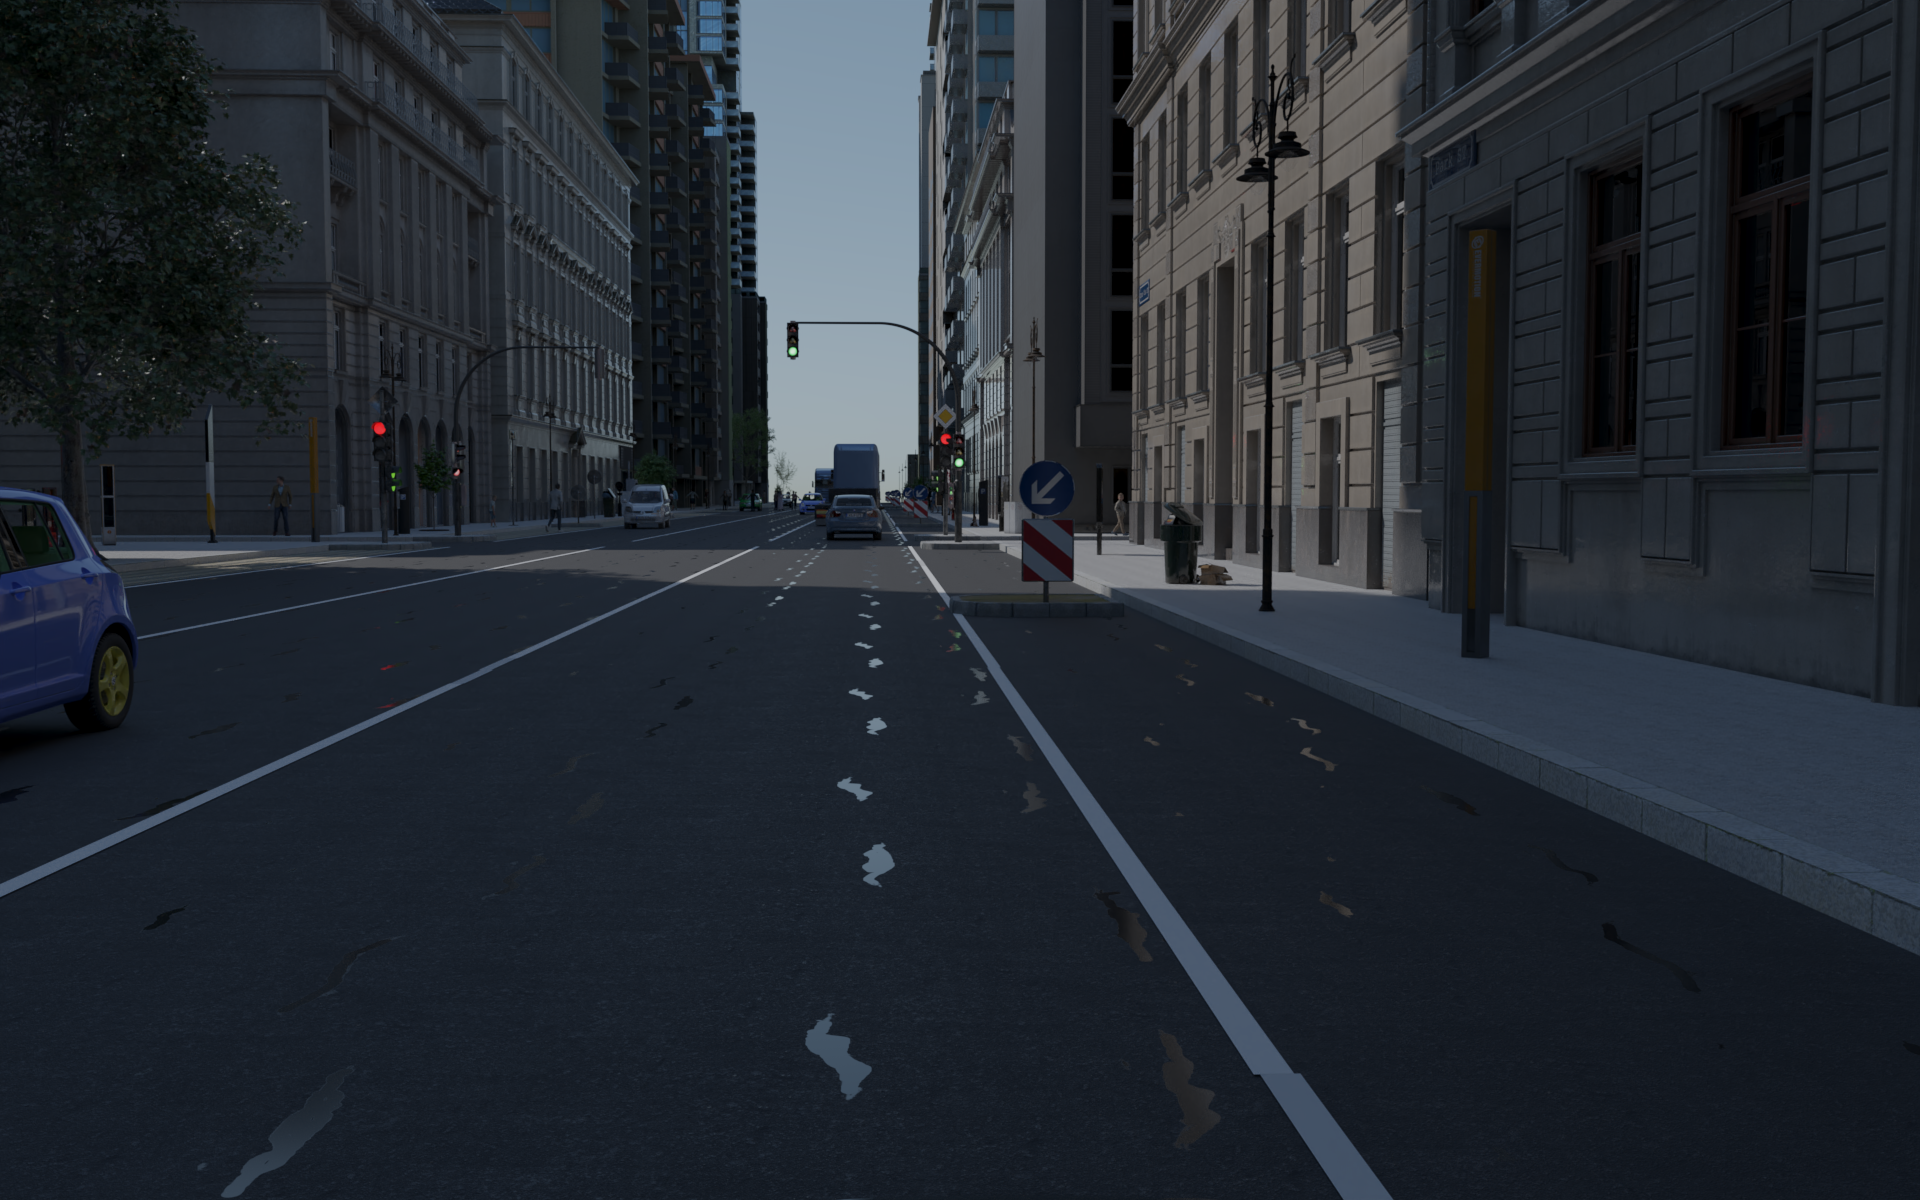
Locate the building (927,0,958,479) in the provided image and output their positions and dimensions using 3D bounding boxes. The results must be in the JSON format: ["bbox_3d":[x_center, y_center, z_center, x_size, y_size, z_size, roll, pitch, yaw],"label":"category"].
[{"bbox_3d":[11.439,-35.881,175.891,28.713,52.752,27.495,0,4,-3],"label":"building"}]

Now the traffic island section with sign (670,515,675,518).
[{"bbox_3d":[-17.916,-5.741,102.492,1.989,1.847,2.006,0,4,-3],"label":"traffic island section with sign"}]

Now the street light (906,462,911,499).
[{"bbox_3d":[-5.900,-14.212,205.147,0.468,5.910,1.993,0,4,-3],"label":"street light"}]

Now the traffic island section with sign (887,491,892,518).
[{"bbox_3d":[-3.192,-5.772,103.003,1.989,1.847,2.006,0,4,-3],"label":"traffic island section with sign"}]

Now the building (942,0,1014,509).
[{"bbox_3d":[10.128,-32.206,146.170,23.786,49.044,30.456,0,4,-3],"label":"building"}]

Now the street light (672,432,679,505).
[{"bbox_3d":[-21.264,-9.599,129.723,0.468,5.910,1.993,0,4,-3],"label":"street light"}]

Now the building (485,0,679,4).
[{"bbox_3d":[-34.175,-29.768,141.324,22.147,44.769,28.867,0,4,-3],"label":"building"}]

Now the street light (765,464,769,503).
[{"bbox_3d":[-26.770,-16.344,240.005,0.468,5.910,1.993,0,4,-3],"label":"street light"}]

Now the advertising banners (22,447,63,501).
[{"bbox_3d":[-21.647,-2.748,41.119,0.090,3.025,2.074,0,4,7],"label":"advertising banners"}]

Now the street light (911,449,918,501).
[{"bbox_3d":[-4.577,-12.588,178.598,0.468,5.910,1.993,0,4,-3],"label":"street light"}]

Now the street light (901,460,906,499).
[{"bbox_3d":[-7.352,-15.928,233.214,0.468,5.910,1.993,0,4,-3],"label":"street light"}]

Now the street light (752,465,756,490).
[{"bbox_3d":[-25.470,-14.720,213.455,0.468,5.910,1.993,0,4,-3],"label":"street light"}]

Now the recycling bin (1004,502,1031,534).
[{"bbox_3d":[1.912,-2.670,56.210,0.722,1.027,0.722,-2,4,-32],"label":"recycling bin"}]

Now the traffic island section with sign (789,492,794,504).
[{"bbox_3d":[-25.853,-15.472,261.595,1.989,1.847,2.006,0,4,-3],"label":"traffic island section with sign"}]

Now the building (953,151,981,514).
[{"bbox_3d":[8.263,-17.173,114.069,16.112,22.955,30.059,0,4,-3],"label":"building"}]

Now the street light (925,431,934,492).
[{"bbox_3d":[-2.115,-9.478,127.745,0.468,5.910,1.993,0,4,-3],"label":"street light"}]

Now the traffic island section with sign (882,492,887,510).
[{"bbox_3d":[-5.704,-8.834,153.068,1.989,1.847,2.006,0,4,-3],"label":"traffic island section with sign"}]

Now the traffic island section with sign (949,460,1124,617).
[{"bbox_3d":[0.880,-0.766,21.145,1.989,1.847,2.006,0,4,-3],"label":"traffic island section with sign"}]

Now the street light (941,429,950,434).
[{"bbox_3d":[-0.835,-7.794,100.221,0.468,5.910,1.993,0,4,-3],"label":"street light"}]

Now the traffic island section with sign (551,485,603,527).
[{"bbox_3d":[-16.547,-4.059,74.993,1.989,1.847,2.006,0,4,-3],"label":"traffic island section with sign"}]

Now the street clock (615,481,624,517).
[{"bbox_3d":[-19.438,-5.772,98.939,0.471,2.002,0.358,1,4,11],"label":"street clock"}]

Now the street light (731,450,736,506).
[{"bbox_3d":[-23.981,-12.894,183.608,0.468,5.910,1.993,0,4,-3],"label":"street light"}]

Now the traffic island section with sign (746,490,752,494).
[{"bbox_3d":[-21.766,-10.457,179.602,1.989,1.847,2.006,0,4,-3],"label":"traffic island section with sign"}]

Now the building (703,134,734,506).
[{"bbox_3d":[-32.873,-31.084,191.809,14.154,41.232,14.086,0,4,-3],"label":"building"}]

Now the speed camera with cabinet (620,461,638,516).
[{"bbox_3d":[-19.917,-6.723,104.249,0.660,3.252,2.038,0,4,4],"label":"speed camera with cabinet"}]

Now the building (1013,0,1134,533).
[{"bbox_3d":[14.344,-16.412,61.838,24.014,27.812,14.314,0,4,-3],"label":"building"}]

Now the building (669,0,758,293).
[{"bbox_3d":[-40.843,-58.155,263.508,22.319,86.520,31.000,0,4,-3],"label":"building"}]

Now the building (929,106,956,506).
[{"bbox_3d":[3.594,-33.422,196.562,14.600,45.320,14.200,0,4,-3],"label":"building"}]

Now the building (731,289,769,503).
[{"bbox_3d":[-34.370,-28.826,243.000,14.160,30.474,14.107,0,4,-3],"label":"building"}]

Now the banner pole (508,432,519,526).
[{"bbox_3d":[-18.114,-4.895,70.056,0.401,3.779,0.863,-1,4,-9],"label":"banner pole"}]

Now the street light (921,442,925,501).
[{"bbox_3d":[-3.221,-10.935,151.577,0.468,5.910,1.993,0,4,-3],"label":"street light"}]

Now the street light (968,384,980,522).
[{"bbox_3d":[0.600,-6.122,72.877,0.468,5.910,1.993,0,4,-3],"label":"street light"}]

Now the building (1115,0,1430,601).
[{"bbox_3d":[10.623,-14.376,32.308,12.463,27.353,25.104,0,4,-3],"label":"building"}]

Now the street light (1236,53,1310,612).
[{"bbox_3d":[3.363,-2.814,18.802,0.468,5.910,1.993,0,4,-3],"label":"street light"}]

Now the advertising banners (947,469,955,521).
[{"bbox_3d":[-0.321,-5.368,83.949,0.090,3.025,2.074,-1,4,-18],"label":"advertising banners"}]

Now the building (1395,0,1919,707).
[{"bbox_3d":[10.703,-10.592,9.343,11.583,22.565,21.152,0,4,-3],"label":"building"}]

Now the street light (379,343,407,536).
[{"bbox_3d":[-17.404,-4.922,53.263,0.468,5.910,1.993,0,4,-3],"label":"street light"}]

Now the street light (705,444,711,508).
[{"bbox_3d":[-22.686,-11.222,156.268,0.468,5.910,1.993,0,4,-3],"label":"street light"}]

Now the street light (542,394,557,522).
[{"bbox_3d":[-18.862,-6.545,79.806,0.468,5.910,1.993,0,4,-3],"label":"street light"}]

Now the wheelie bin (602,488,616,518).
[{"bbox_3d":[-19.264,-5.327,95.006,0.693,1.594,0.980,0,4,-1],"label":"wheelie bin"}]

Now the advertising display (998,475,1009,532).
[{"bbox_3d":[1.493,-3.315,59.418,0.123,1.923,0.974,1,4,18],"label":"advertising display"}]

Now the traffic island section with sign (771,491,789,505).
[{"bbox_3d":[-24.497,-13.819,234.572,1.989,1.847,2.006,0,4,-3],"label":"traffic island section with sign"}]

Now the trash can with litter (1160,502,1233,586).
[{"bbox_3d":[3.383,-0.812,24.663,1.055,1.170,0.624,2,4,35],"label":"trash can with litter"}]

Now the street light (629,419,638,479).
[{"bbox_3d":[-20.125,-8.191,106.710,0.468,5.910,1.993,0,4,-3],"label":"street light"}]

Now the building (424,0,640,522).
[{"bbox_3d":[-29.362,-19.704,98.581,17.030,29.872,44.131,0,4,-3],"label":"building"}]

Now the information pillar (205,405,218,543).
[{"bbox_3d":[-19.588,-3.296,45.241,0.183,3.616,0.504,-1,4,-10],"label":"information pillar"}]

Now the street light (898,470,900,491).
[{"bbox_3d":[-8.663,-17.606,260.647,0.468,5.910,1.993,0,4,-3],"label":"street light"}]

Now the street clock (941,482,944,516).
[{"bbox_3d":[-1.004,-5.996,102.603,0.358,2.002,0.471,0,4,-2],"label":"street clock"}]

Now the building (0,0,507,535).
[{"bbox_3d":[-26.106,-13.637,64.766,13.314,21.916,24.055,0,4,-3],"label":"building"}]

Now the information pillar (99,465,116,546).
[{"bbox_3d":[-21.258,-2.368,43.201,0.304,2.012,0.304,-2,4,-33],"label":"information pillar"}]

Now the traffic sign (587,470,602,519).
[{"bbox_3d":[-18.947,-5.482,89.742,0.768,2.556,0.104,0,4,3],"label":"traffic sign"}]

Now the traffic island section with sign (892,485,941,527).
[{"bbox_3d":[-1.844,-4.101,75.686,1.989,1.847,2.006,0,4,-3],"label":"traffic island section with sign"}]

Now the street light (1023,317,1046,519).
[{"bbox_3d":[1.929,-4.438,45.345,0.468,5.910,1.993,0,4,-3],"label":"street light"}]

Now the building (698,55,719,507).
[{"bbox_3d":[-35.571,-31.528,170.104,22.147,44.769,28.867,0,4,-3],"label":"building"}]

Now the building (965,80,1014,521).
[{"bbox_3d":[7.529,-14.998,87.023,13.314,21.916,24.055,0,4,-3],"label":"building"}]

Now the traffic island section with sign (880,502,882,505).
[{"bbox_3d":[-7.086,-10.532,180.831,1.989,1.847,2.006,0,4,-3],"label":"traffic island section with sign"}]

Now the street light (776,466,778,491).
[{"bbox_3d":[-28.132,-17.967,266.553,0.468,5.910,1.993,0,4,-3],"label":"street light"}]

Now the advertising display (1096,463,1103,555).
[{"bbox_3d":[2.964,-1.929,36.756,0.123,1.923,0.974,0,4,6],"label":"advertising display"}]

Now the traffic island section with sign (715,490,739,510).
[{"bbox_3d":[-20.373,-8.760,151.851,1.989,1.847,2.006,0,4,-3],"label":"traffic island section with sign"}]

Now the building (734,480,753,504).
[{"bbox_3d":[-43.394,-32.498,223.216,32.217,40.220,23.993,0,4,-3],"label":"building"}]
